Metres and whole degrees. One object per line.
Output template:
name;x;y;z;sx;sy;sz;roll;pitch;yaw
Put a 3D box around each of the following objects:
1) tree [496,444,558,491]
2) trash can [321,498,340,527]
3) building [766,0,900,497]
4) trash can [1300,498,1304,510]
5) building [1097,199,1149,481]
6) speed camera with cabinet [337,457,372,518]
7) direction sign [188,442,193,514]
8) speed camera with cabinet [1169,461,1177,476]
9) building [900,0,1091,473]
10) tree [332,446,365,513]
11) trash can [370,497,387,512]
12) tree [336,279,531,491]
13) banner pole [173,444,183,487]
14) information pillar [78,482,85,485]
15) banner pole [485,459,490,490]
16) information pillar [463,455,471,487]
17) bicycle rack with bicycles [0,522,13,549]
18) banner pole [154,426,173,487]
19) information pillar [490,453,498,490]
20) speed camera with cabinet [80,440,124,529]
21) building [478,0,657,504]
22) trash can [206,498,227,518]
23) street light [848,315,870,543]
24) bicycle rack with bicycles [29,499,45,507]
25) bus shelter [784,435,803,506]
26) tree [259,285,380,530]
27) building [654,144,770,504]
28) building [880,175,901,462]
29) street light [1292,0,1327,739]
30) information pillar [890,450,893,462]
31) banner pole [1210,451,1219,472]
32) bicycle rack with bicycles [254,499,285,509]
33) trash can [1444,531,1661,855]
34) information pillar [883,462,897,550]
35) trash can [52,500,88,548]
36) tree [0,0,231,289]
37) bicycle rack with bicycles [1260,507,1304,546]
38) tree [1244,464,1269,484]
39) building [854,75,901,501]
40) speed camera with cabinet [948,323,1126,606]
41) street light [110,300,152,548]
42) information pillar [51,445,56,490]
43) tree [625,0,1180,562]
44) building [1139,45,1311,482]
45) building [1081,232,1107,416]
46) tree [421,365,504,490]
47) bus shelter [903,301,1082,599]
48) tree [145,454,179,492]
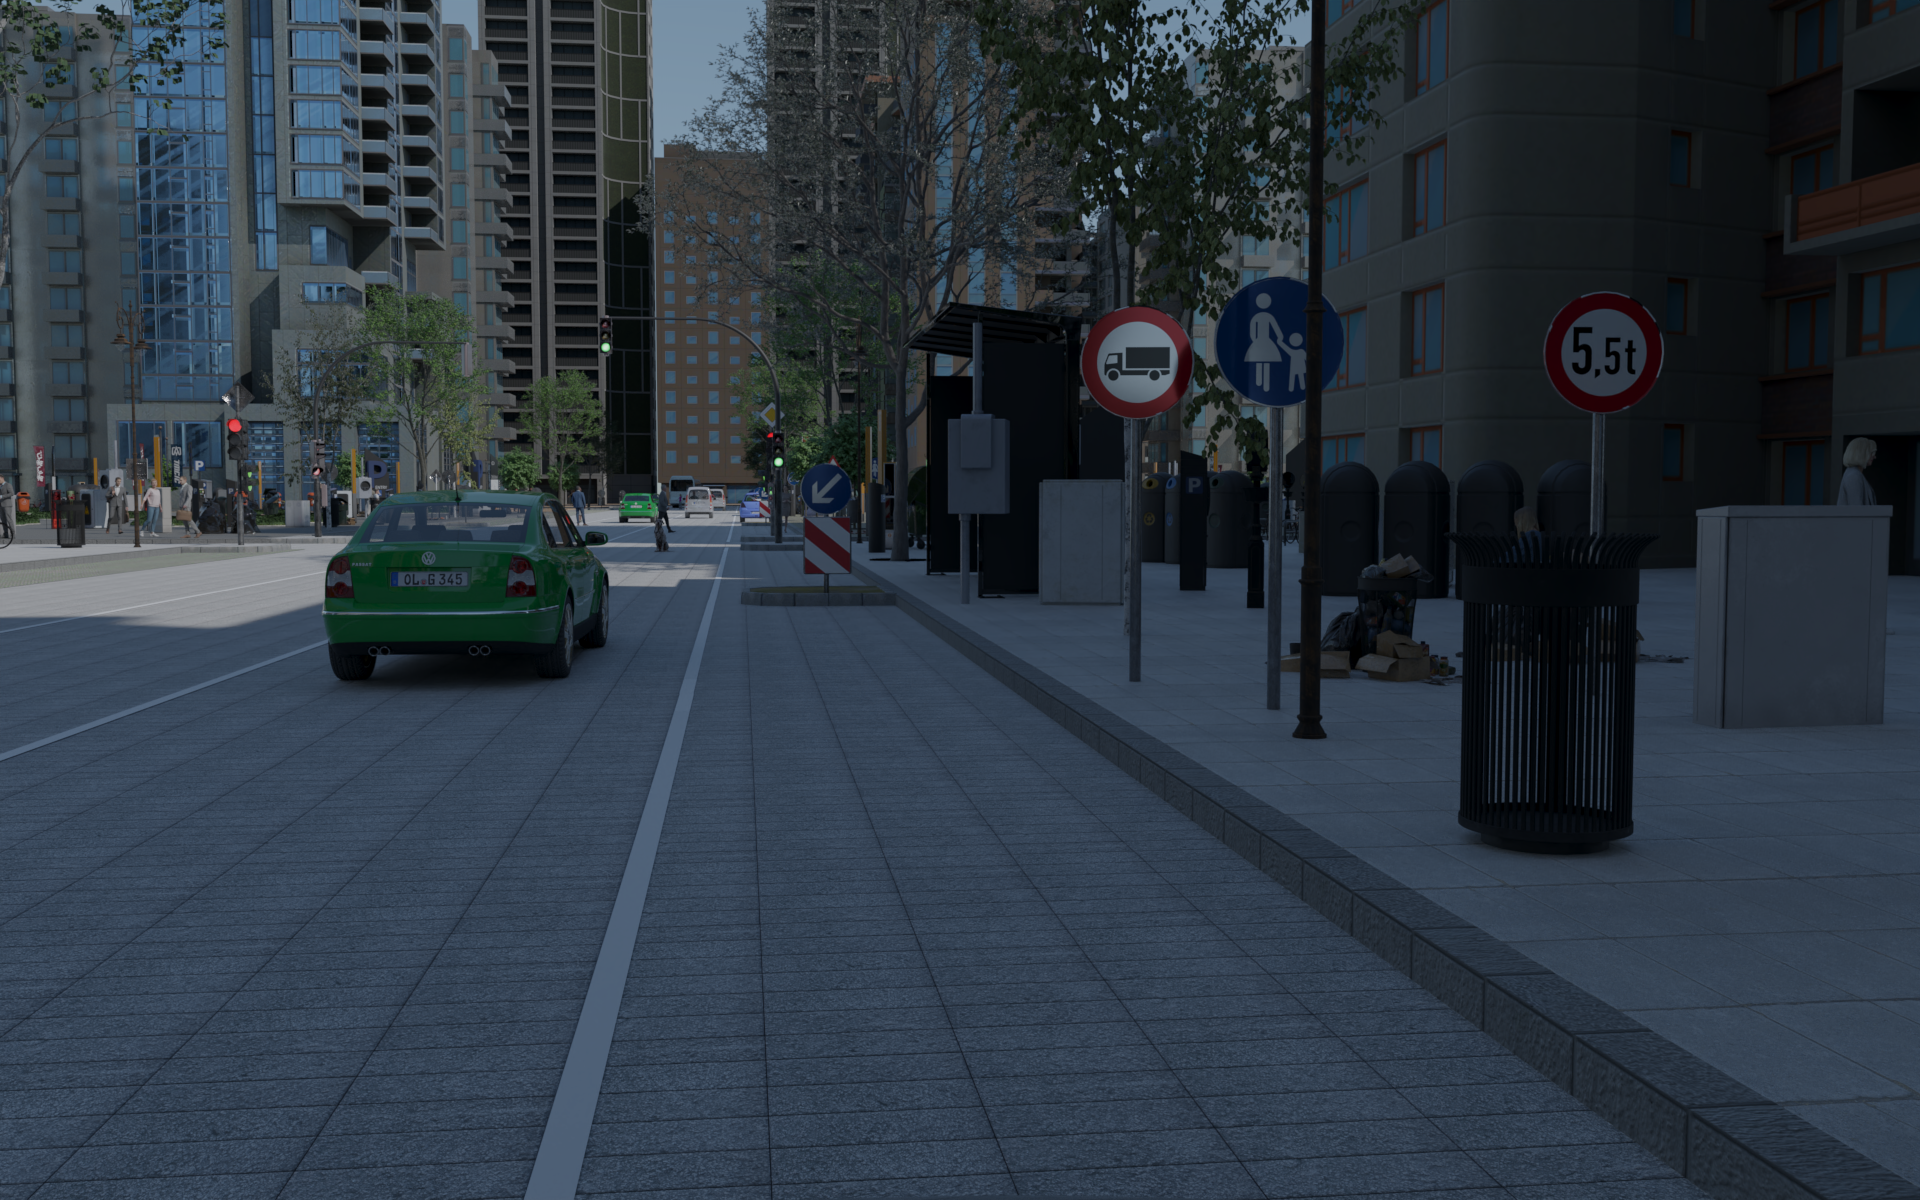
tree;-29.366;-8.010;114.685;4.285;4.588;4.351;0;3;0
trash can;-24.339;-3.384;66.985;0.748;1.137;0.748;0;3;0
building;-15.144;-48.417;229.871;20.611;71.187;20.563;0;4;-7
trash can;11.418;-2.729;56.265;0.748;1.137;0.748;0;3;0
building;26.408;-33.571;232.487;14.086;41.232;14.154;0;4;-7
speed camera with cabinet;-32.617;-6.020;92.757;2.038;3.252;0.660;-3;4;-38
direction sign;-33.523;-5.108;75.516;0.379;3.537;0.876;-2;4;-30
speed camera with cabinet;13.221;-7.105;110.503;2.038;3.252;0.660;-1;4;-13
building;2.547;-30.292;145.386;14.600;45.320;14.200;0;4;-7
tree;-41.500;-8.245;118.513;4.285;4.588;4.351;0;3;0
trash can;-24.265;-3.705;72.232;0.748;1.137;0.748;0;3;0
tree;-26.331;-9.712;84.539;9.928;11.665;9.643;0;3;0
banner pole;-34.660;-5.278;76.313;0.863;3.779;0.401;-1;4;-17
information pillar;-54.360;-6.282;107.198;0.304;2.012;0.304;3;5;40
banner pole;-33.750;-8.197;124.039;0.863;3.779;0.401;2;4;31
information pillar;-29.439;-6.875;103.761;0.183;3.616;0.504;3;5;40
bicycle rack with bicycles;-23.528;-1.628;39.996;2.925;0.926;2.852;-2;4;-28
banner pole;-29.608;-4.527;64.029;0.863;3.779;0.401;3;5;45
information pillar;-26.927;-6.651;100.094;0.183;3.616;0.504;3;5;42
speed camera with cabinet;-31.799;-4.269;64.133;2.038;3.252;0.660;2;4;34
building;-50.680;-48.172;225.862;20.611;71.187;20.563;0;4;-7
trash can;-27.798;-3.249;64.780;0.748;1.137;0.748;0;3;0
street light;-2.613;-4.409;44.878;0.468;5.910;1.993;0;4;-7
bicycle rack with bicycles;-64.530;-6.556;120.567;2.852;0.926;2.925;1;4;16
bus shelter;-10.741;-8.380;114.636;2.179;5.291;8.768;0;4;-7
tree;-22.429;-6.775;61.141;4.360;8.622;3.978;0;3;0
building;-32.014;-35.182;225.333;14.200;45.320;14.600;0;4;-7
building;-0.513;-23.760;160.182;14.160;30.474;14.107;0;4;-7
street light;1.845;-2.213;8.963;0.468;5.910;1.993;0;4;-7
information pillar;-3.643;-6.172;92.263;0.183;3.616;0.504;1;4;13
banner pole;14.675;-6.721;99.904;0.401;3.779;0.863;-3;4;-37
bicycle rack with bicycles;-46.730;-6.283;116.109;2.852;0.926;2.925;1;4;21
trash can;2.151;0.325;6.343;0.748;1.137;0.748;0;3;0
information pillar;-1.574;-2.165;39.888;0.304;2.012;0.304;1;4;17
trash can;-21.184;-1.810;41.255;0.748;1.137;0.748;0;3;0
tree;-19.682;-10.761;31.825;12.611;20.169;13.585;0;3;0
bicycle rack with bicycles;8.642;-2.013;46.298;2.925;0.926;2.852;-3;5;-44
tree;15.999;-6.133;94.883;1.663;3.219;1.824;0;3;0
building;0.396;-32.228;181.550;22.147;44.769;28.867;0;4;-7
speed camera with cabinet;0.909;-1.582;20.207;2.038;3.252;0.660;0;4;7
street light;-19.769;-4.199;41.443;0.468;5.910;1.993;0;4;-7
information pillar;-43.498;-5.614;83.144;0.183;3.616;0.504;-1;4;-22
tree;-1.017;-7.493;32.880;12.009;13.543;11.850;0;3;0
building;35.492;-34.800;188.585;30.456;49.044;23.786;0;4;-7
building;6.326;-33.499;239.584;23.993;40.220;32.217;0;4;-7
tree;-27.471;-8.826;94.665;4.737;8.622;4.395;0;3;0
bus shelter;0.343;-2.023;24.363;1.731;3.624;6.357;0;4;-7
tree;-38.521;-5.446;83.650;1.663;3.219;1.824;0;3;0
